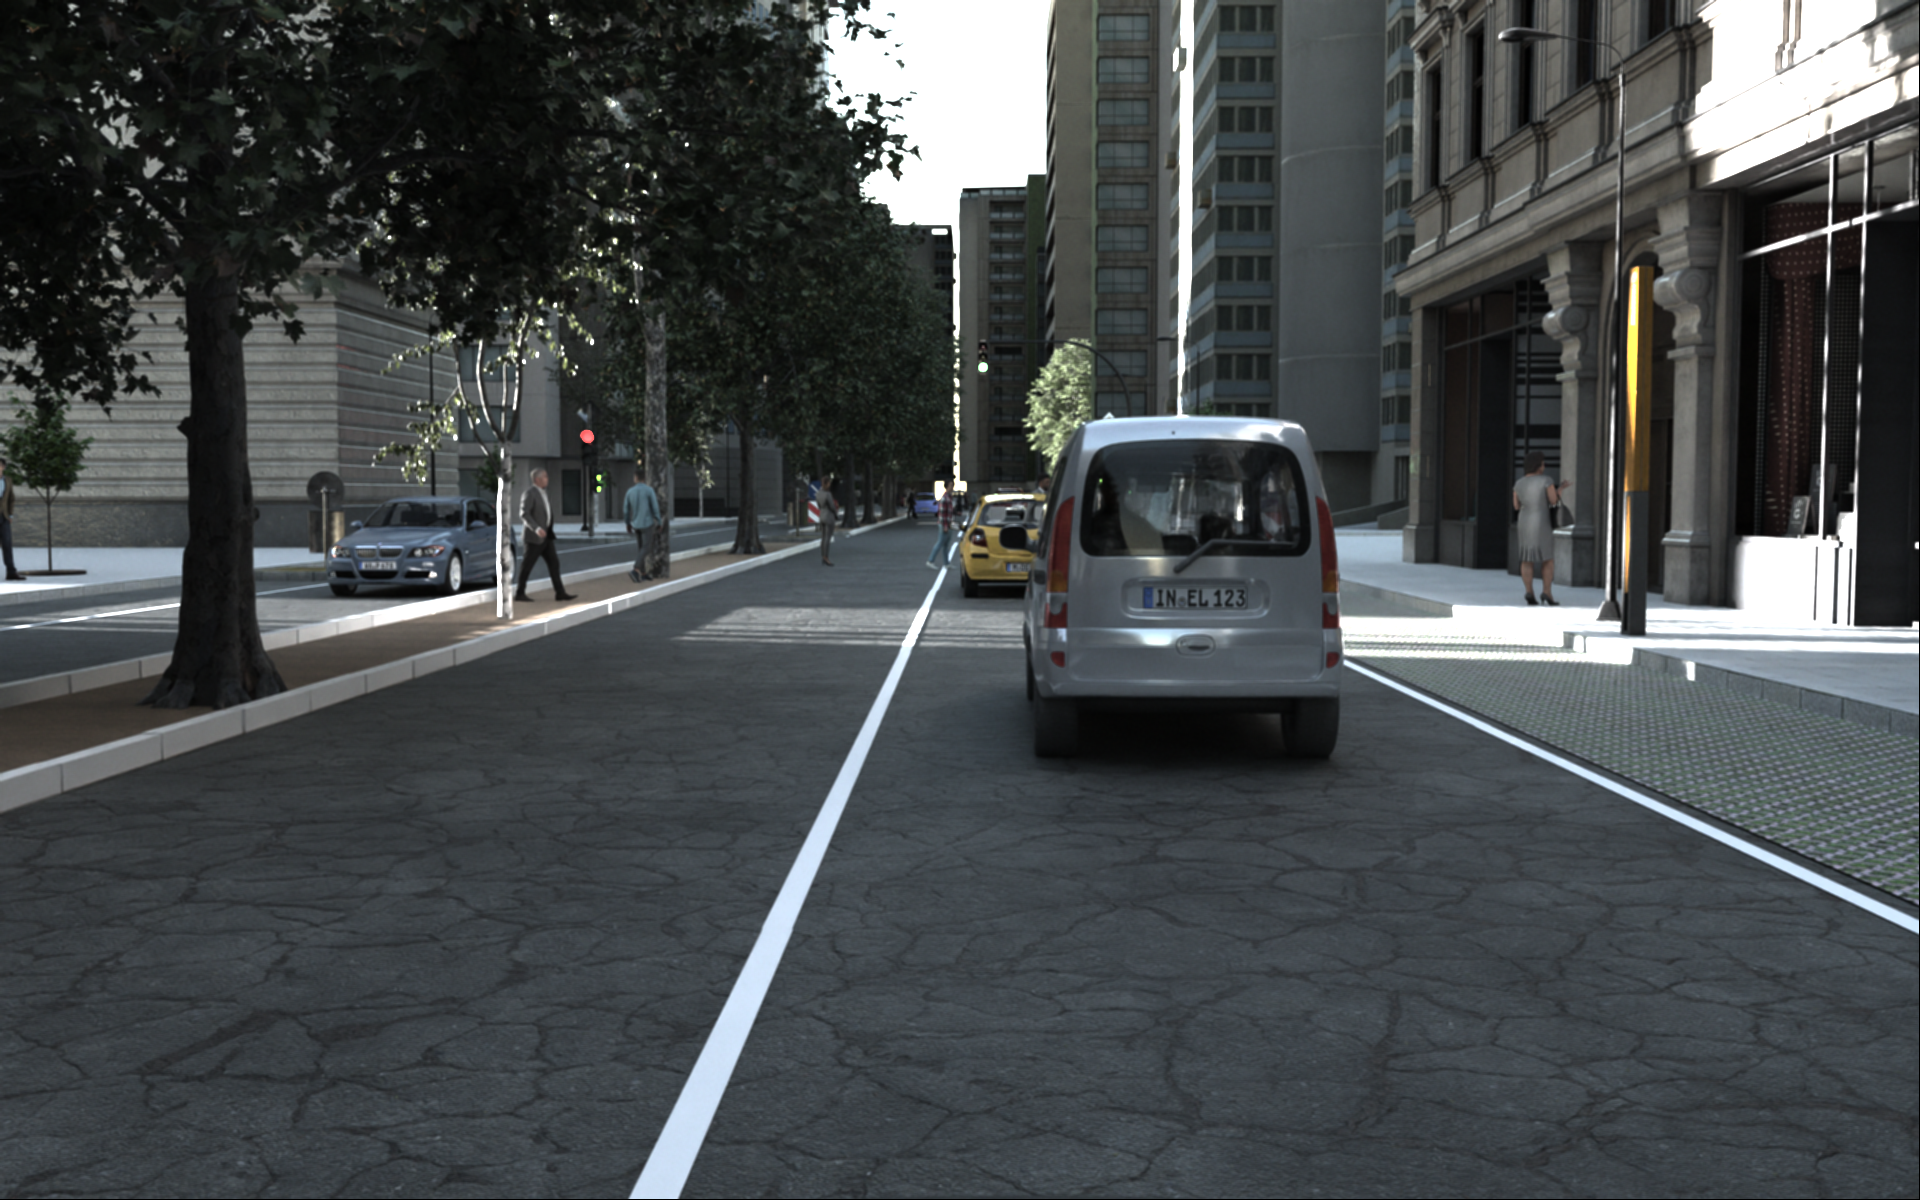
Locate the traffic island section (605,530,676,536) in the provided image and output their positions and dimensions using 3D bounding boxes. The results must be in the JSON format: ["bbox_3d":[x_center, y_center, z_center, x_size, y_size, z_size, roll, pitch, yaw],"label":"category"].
[{"bbox_3d":[-10.922,-2.282,59.586,2.009,0.180,2.903,0,4,1],"label":"traffic island section"}]

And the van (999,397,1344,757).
[{"bbox_3d":[1.249,-0.232,10.804,2.013,2.044,4.112,0,4,1],"label":"van"}]

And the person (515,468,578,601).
[{"bbox_3d":[-5.517,-0.862,22.985,0.834,1.777,0.661,0,4,8],"label":"person"}]

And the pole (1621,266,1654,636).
[{"bbox_3d":[6.126,-1.334,15.662,0.158,3.312,0.155,0,3,0],"label":"pole"}]

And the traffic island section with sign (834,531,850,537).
[{"bbox_3d":[-4.834,-3.122,59.176,2.006,1.907,1.989,0,4,1],"label":"traffic island section with sign"}]

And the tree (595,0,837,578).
[{"bbox_3d":[-6.347,-10.479,29.684,12.611,20.169,13.585,0,3,0],"label":"tree"}]

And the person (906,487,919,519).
[{"bbox_3d":[-2.700,-5.575,99.424,0.755,1.850,0.659,0,4,-4],"label":"person"}]

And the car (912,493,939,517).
[{"bbox_3d":[-2.148,-6.077,108.943,1.945,1.707,3.694,0,4,1],"label":"car"}]

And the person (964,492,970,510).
[{"bbox_3d":[0.607,-8.751,153.044,0.593,1.643,0.415,1,4,12],"label":"person"}]

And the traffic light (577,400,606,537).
[{"bbox_3d":[-10.969,-3.825,51.466,0.839,4.253,0.868,0,4,1],"label":"traffic light"}]

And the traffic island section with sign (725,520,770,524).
[{"bbox_3d":[-10.317,-4.626,84.267,1.989,1.847,2.006,0,4,1],"label":"traffic island section with sign"}]

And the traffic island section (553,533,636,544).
[{"bbox_3d":[-11.009,-1.793,51.602,2.009,0.180,2.903,0,4,1],"label":"traffic island section"}]

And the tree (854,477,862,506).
[{"bbox_3d":[-11.995,-12.233,194.610,1.663,3.219,1.824,0,3,0],"label":"tree"}]

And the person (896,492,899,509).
[{"bbox_3d":[-6.249,-9.761,169.007,0.541,1.710,0.530,2,4,34],"label":"person"}]

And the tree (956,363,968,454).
[{"bbox_3d":[-4.629,-9.365,72.588,9.611,12.733,9.660,0,3,0],"label":"tree"}]

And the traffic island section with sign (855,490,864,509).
[{"bbox_3d":[-9.489,-9.340,161.336,1.989,1.847,2.006,0,4,1],"label":"traffic island section with sign"}]

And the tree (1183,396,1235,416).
[{"bbox_3d":[8.318,-4.537,57.893,4.285,4.588,4.351,0,3,0],"label":"tree"}]

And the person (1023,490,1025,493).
[{"bbox_3d":[6.401,-9.998,171.927,1.348,1.831,0.705,0,4,-5],"label":"person"}]

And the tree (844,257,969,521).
[{"bbox_3d":[-3.972,-11.236,92.816,9.857,13.997,8.962,0,3,0],"label":"tree"}]

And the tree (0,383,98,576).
[{"bbox_3d":[-14.584,-2.024,27.694,1.663,3.219,1.824,0,3,0],"label":"tree"}]

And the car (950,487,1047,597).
[{"bbox_3d":[0.864,-0.931,25.451,2.015,1.641,3.980,0,4,-1],"label":"car"}]

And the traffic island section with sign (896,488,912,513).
[{"bbox_3d":[-4.031,-7.717,134.311,2.006,1.907,1.989,0,4,1],"label":"traffic island section with sign"}]

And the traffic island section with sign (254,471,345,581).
[{"bbox_3d":[-10.926,-1.269,29.382,1.989,1.847,2.006,0,4,1],"label":"traffic island section with sign"}]

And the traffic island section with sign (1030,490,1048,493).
[{"bbox_3d":[5.685,-6.280,111.300,1.989,1.847,2.006,0,4,1],"label":"traffic island section with sign"}]

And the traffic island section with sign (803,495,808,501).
[{"bbox_3d":[-10.037,-6.275,111.221,1.989,1.847,2.006,0,4,1],"label":"traffic island section with sign"}]

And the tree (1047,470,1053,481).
[{"bbox_3d":[8.682,-9.611,140.849,4.285,4.588,4.351,0,3,0],"label":"tree"}]

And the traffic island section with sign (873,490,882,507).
[{"bbox_3d":[-9.205,-11.003,188.527,1.989,1.847,2.006,0,4,1],"label":"traffic island section with sign"}]

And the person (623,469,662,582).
[{"bbox_3d":[-5.226,-1.211,28.170,0.638,1.841,0.748,2,4,31],"label":"person"}]

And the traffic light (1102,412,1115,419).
[{"bbox_3d":[5.078,-4.304,59.295,0.839,4.253,0.868,0,4,1],"label":"traffic light"}]

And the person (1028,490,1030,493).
[{"bbox_3d":[6.073,-8.862,153.379,1.348,1.826,0.705,0,4,-6],"label":"person"}]

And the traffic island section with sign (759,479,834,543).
[{"bbox_3d":[-4.923,-2.669,51.770,2.006,1.907,1.989,0,4,1],"label":"traffic island section with sign"}]

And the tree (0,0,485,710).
[{"bbox_3d":[-5.087,-5.640,11.682,9.611,12.733,9.660,0,3,0],"label":"tree"}]

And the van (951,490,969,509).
[{"bbox_3d":[-0.127,-9.553,163.209,2.013,2.044,4.112,0,4,1],"label":"van"}]

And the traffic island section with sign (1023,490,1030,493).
[{"bbox_3d":[6.513,-10.982,188.176,1.989,1.847,2.006,0,4,1],"label":"traffic island section with sign"}]

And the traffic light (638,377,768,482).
[{"bbox_3d":[-8.790,-5.186,59.464,4.771,5.953,1.251,0,4,1],"label":"traffic light"}]

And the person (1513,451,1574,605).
[{"bbox_3d":[6.775,-0.832,20.006,0.532,1.782,0.716,-3,5,-43],"label":"person"}]

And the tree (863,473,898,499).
[{"bbox_3d":[-4.576,-10.325,121.638,4.360,8.622,3.978,0,3,0],"label":"tree"}]

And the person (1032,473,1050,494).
[{"bbox_3d":[1.372,-1.266,29.480,0.850,1.792,0.678,2,4,34],"label":"person"}]

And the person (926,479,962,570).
[{"bbox_3d":[-0.300,-1.447,32.989,0.643,1.720,0.563,1,4,10],"label":"person"}]

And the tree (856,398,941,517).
[{"bbox_3d":[-4.202,-11.373,106.528,7.486,12.596,7.792,0,3,0],"label":"tree"}]

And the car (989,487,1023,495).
[{"bbox_3d":[2.788,-5.537,99.207,2.281,1.827,5.304,0,4,0],"label":"car"}]

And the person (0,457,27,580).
[{"bbox_3d":[-14.329,-1.205,25.660,0.836,1.842,0.656,0,4,-6],"label":"person"}]

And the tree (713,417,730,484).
[{"bbox_3d":[-13.615,-8.518,89.635,4.360,8.622,3.978,0,3,0],"label":"tree"}]

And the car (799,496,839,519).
[{"bbox_3d":[-7.908,-5.415,97.577,2.155,1.783,4.494,0,4,3],"label":"car"}]

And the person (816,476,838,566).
[{"bbox_3d":[-2.619,-1.590,34.773,0.520,1.790,0.573,2,4,35],"label":"person"}]

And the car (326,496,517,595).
[{"bbox_3d":[-7.964,-0.857,26.012,2.014,1.417,4.499,0,4,1],"label":"car"}]

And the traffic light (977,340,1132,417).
[{"bbox_3d":[2.899,-4.680,51.192,4.771,5.953,1.251,0,4,1],"label":"traffic light"}]

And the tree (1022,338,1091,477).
[{"bbox_3d":[8.170,-12.753,126.639,7.486,12.596,7.792,0,3,0],"label":"tree"}]

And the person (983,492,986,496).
[{"bbox_3d":[2.400,-10.050,174.291,0.415,1.643,0.593,0,4,-1],"label":"person"}]

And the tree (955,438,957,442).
[{"bbox_3d":[-4.293,-10.874,114.659,8.767,10.594,7.601,0,4,1],"label":"tree"}]

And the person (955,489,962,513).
[{"bbox_3d":[-0.068,-6.729,118.944,0.576,1.772,0.534,3,5,43],"label":"person"}]

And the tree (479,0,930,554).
[{"bbox_3d":[-5.059,-7.439,41.088,9.611,12.733,9.660,0,3,0],"label":"tree"}]

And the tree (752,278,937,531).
[{"bbox_3d":[-4.964,-7.713,62.976,8.767,10.594,7.601,0,4,1],"label":"tree"}]

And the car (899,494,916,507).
[{"bbox_3d":[-5.822,-11.524,197.454,2.155,1.783,4.494,0,4,2],"label":"car"}]

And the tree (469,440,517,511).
[{"bbox_3d":[-16.664,-4.112,61.826,1.663,3.219,1.824,0,3,0],"label":"tree"}]

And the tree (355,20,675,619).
[{"bbox_3d":[-5.211,-4.095,19.773,4.360,8.622,3.978,0,3,0],"label":"tree"}]

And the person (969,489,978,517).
[{"bbox_3d":[0.918,-6.167,109.815,0.515,1.767,0.782,-2,4,-33],"label":"person"}]
